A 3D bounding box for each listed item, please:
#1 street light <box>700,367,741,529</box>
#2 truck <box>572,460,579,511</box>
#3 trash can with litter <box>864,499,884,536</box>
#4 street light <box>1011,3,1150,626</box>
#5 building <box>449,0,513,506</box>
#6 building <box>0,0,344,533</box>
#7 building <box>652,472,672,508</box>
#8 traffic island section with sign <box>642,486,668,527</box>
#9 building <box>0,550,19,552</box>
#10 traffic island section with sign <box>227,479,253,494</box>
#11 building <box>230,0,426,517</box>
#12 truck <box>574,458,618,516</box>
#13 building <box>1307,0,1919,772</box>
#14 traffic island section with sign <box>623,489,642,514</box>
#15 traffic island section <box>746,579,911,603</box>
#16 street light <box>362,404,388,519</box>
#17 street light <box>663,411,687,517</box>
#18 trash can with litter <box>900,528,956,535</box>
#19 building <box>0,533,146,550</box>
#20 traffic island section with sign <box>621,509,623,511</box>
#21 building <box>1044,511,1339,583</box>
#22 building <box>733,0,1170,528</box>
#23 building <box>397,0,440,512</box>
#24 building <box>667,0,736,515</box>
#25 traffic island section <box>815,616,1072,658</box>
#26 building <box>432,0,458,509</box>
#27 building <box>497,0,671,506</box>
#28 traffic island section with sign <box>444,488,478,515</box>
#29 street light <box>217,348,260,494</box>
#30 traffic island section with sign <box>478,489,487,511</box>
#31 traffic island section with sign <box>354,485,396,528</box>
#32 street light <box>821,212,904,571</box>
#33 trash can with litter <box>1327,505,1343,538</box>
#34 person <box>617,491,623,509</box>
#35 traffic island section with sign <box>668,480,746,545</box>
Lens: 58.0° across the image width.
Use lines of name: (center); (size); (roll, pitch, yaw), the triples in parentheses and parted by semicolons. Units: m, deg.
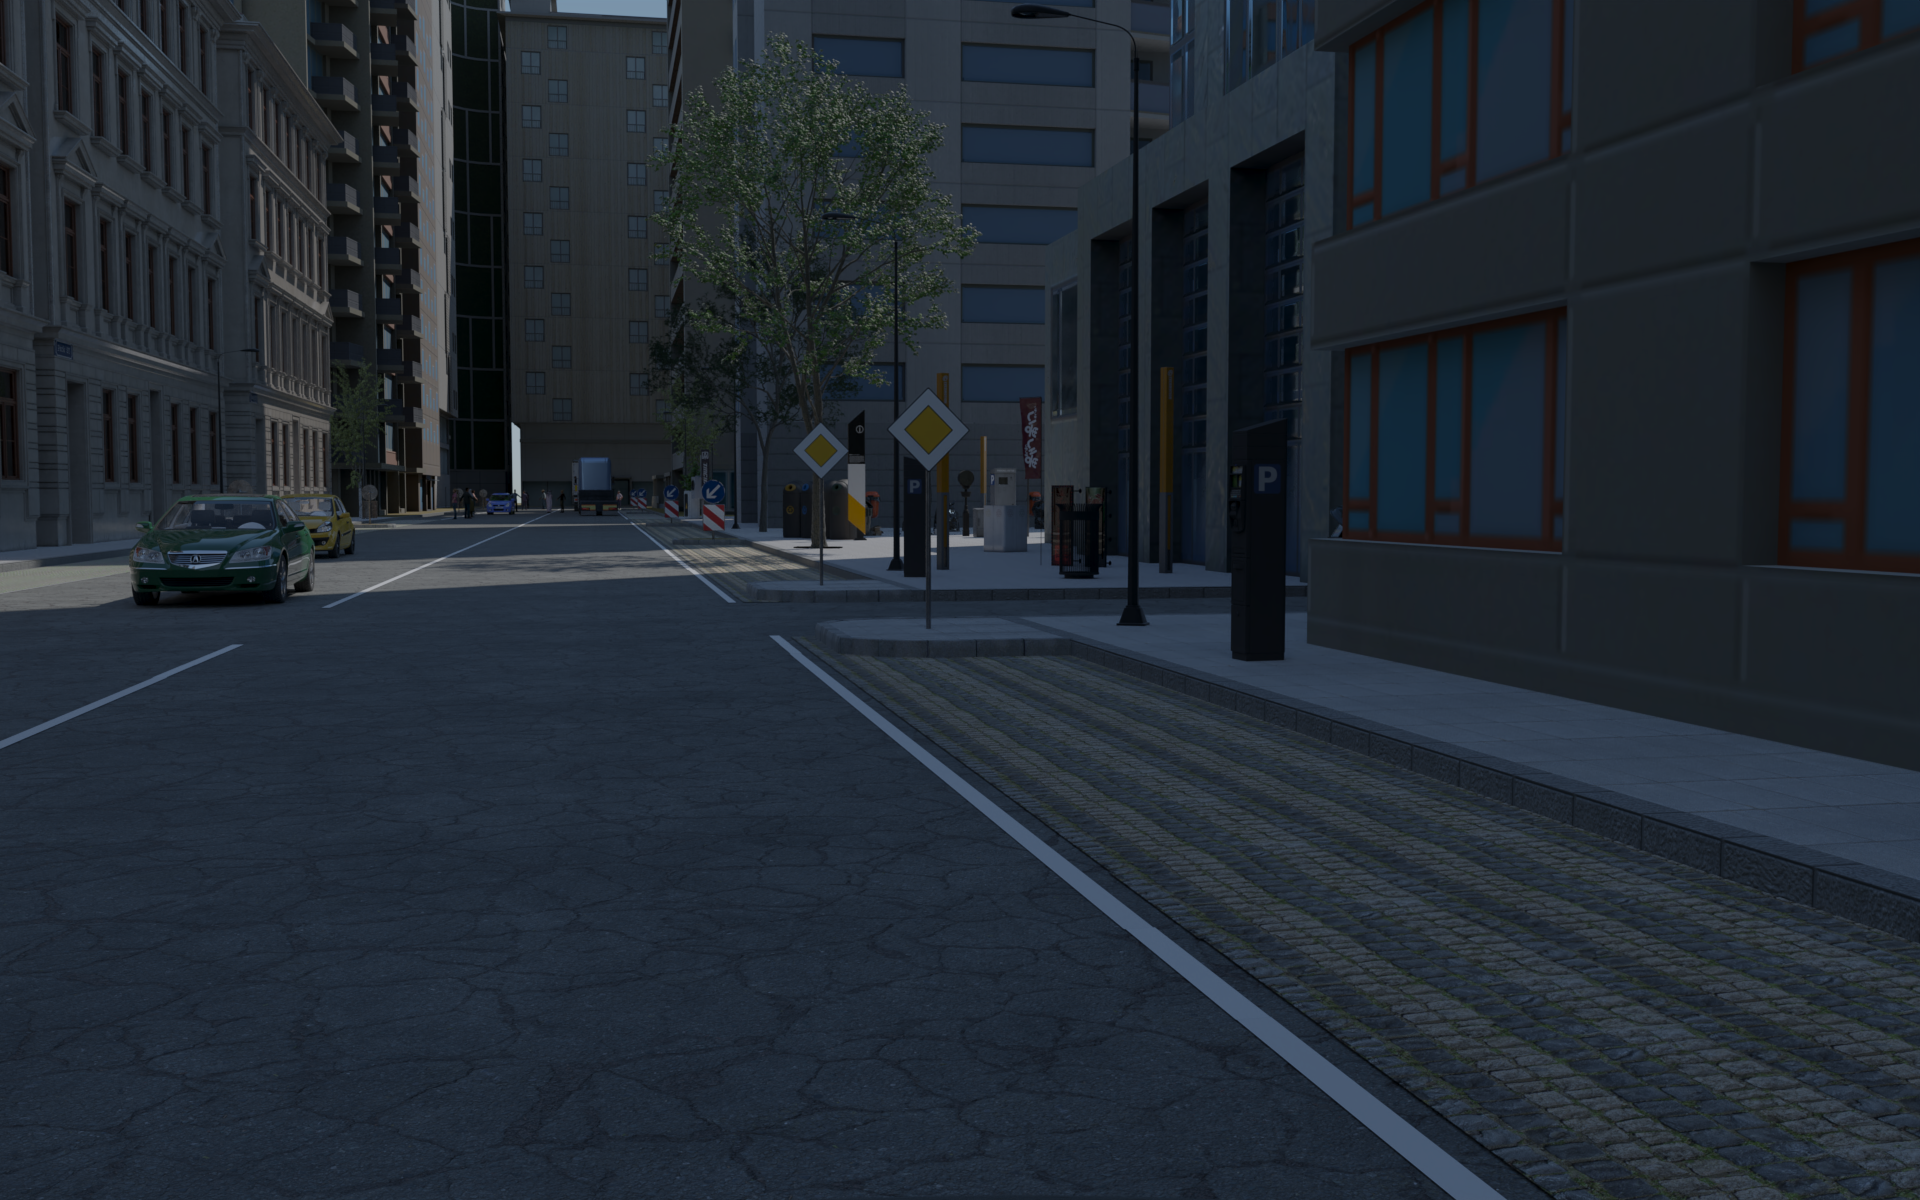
street light: (-8.786, -5.563, 63.499); (1.470, 5.913, 1.316); (-1, 4, -12)
truck: (-31.676, -9.706, 147.602); (2.839, 4.237, 11.283); (-1, 4, -12)
trash can with litter: (-2.854, -2.554, 53.150); (0.624, 1.170, 1.055); (2, 4, 35)
street light: (1.165, -2.700, 16.690); (1.470, 5.913, 1.316); (-1, 4, -12)
building: (-58.863, -45.564, 183.222); (20.611, 71.187, 20.563); (-1, 4, -12)
building: (-32.846, -14.385, 71.356); (11.583, 22.565, 21.152); (-1, 4, -12)
building: (-12.804, -28.870, 163.913); (32.217, 40.220, 23.993); (-1, 4, -12)
traffic island section with sign: (-12.857, -4.141, 76.327); (1.989, 1.847, 2.006); (-1, 4, -12)
building: (-24.491, -11.818, 29.389); (11.583, 22.565, 21.152); (-1, 4, -12)
traffic island section with sign: (-19.306, -2.309, 46.382); (1.989, 1.847, 2.006); (-1, 4, -12)
building: (-45.401, -27.633, 106.422); (22.147, 44.769, 28.867); (-1, 4, -12)
truck: (-25.645, -8.098, 122.153); (2.967, 4.110, 18.799); (-1, 4, -13)
building: (19.477, -9.657, 2.939); (27.650, 21.520, 28.899); (-1, 4, -12)
traffic island section with sign: (-22.927, -7.071, 124.233); (1.989, 1.847, 2.006); (-1, 4, -12)
traffic island section: (-1.925, -0.125, 24.327); (2.009, 0.180, 2.903); (-1, 4, -12)
street light: (-30.199, -7.148, 89.412); (1.470, 5.913, 1.316); (-1, 4, -12)
street light: (-15.991, -7.647, 97.565); (1.470, 5.913, 1.316); (-1, 4, -12)
trash can with litter: (-1.145, -2.689, 55.017); (1.678, 1.210, 2.233); (-1, 4, -14)
building: (-28.839, -13.082, 50.050); (11.583, 22.565, 21.152); (-1, 4, -12)
traffic island section with sign: (-28.478, -8.684, 150.613); (1.989, 1.847, 2.006); (-1, 4, -12)
building: (18.026, -44.220, 35.664); (31.000, 86.520, 22.319); (-1, 4, -12)
building: (0.220, -32.820, 78.600); (21.231, 58.520, 28.212); (-1, 4, -12)
building: (-46.762, -29.266, 128.614); (14.600, 45.320, 14.200); (-1, 4, -12)
building: (-8.447, -30.161, 116.830); (21.300, 48.544, 21.600); (-1, 4, -12)
traffic island section: (-0.282, 0.353, 16.512); (2.009, 0.180, 2.903); (-1, 4, -12)
building: (-58.760, -34.401, 151.693); (27.495, 52.752, 28.713); (-1, 4, -12)
building: (-36.144, -36.904, 192.618); (27.495, 52.752, 28.713); (-1, 4, -12)
traffic island section with sign: (-35.074, -6.895, 121.365); (1.989, 1.847, 2.006); (-1, 4, -12)
street light: (-23.013, -5.058, 55.234); (1.470, 5.913, 1.316); (-1, 4, -12)
traffic island section with sign: (-40.660, -8.522, 147.956); (1.989, 1.847, 2.006); (-1, 4, -12)
traffic island section with sign: (-24.969, -3.955, 73.299); (1.989, 1.847, 2.006); (-1, 4, -12)
street light: (-1.594, -3.441, 28.810); (1.470, 5.913, 1.316); (-1, 4, -12)
trash can with litter: (4.173, -0.366, 17.371); (0.624, 1.170, 1.055); (-2, 4, -27)
person: (-32.014, -9.358, 162.433); (0.756, 1.711, 0.436); (3, 5, 43)
traffic island section with sign: (-7.175, -2.486, 49.278); (1.989, 1.847, 2.006); (-1, 4, -12)
